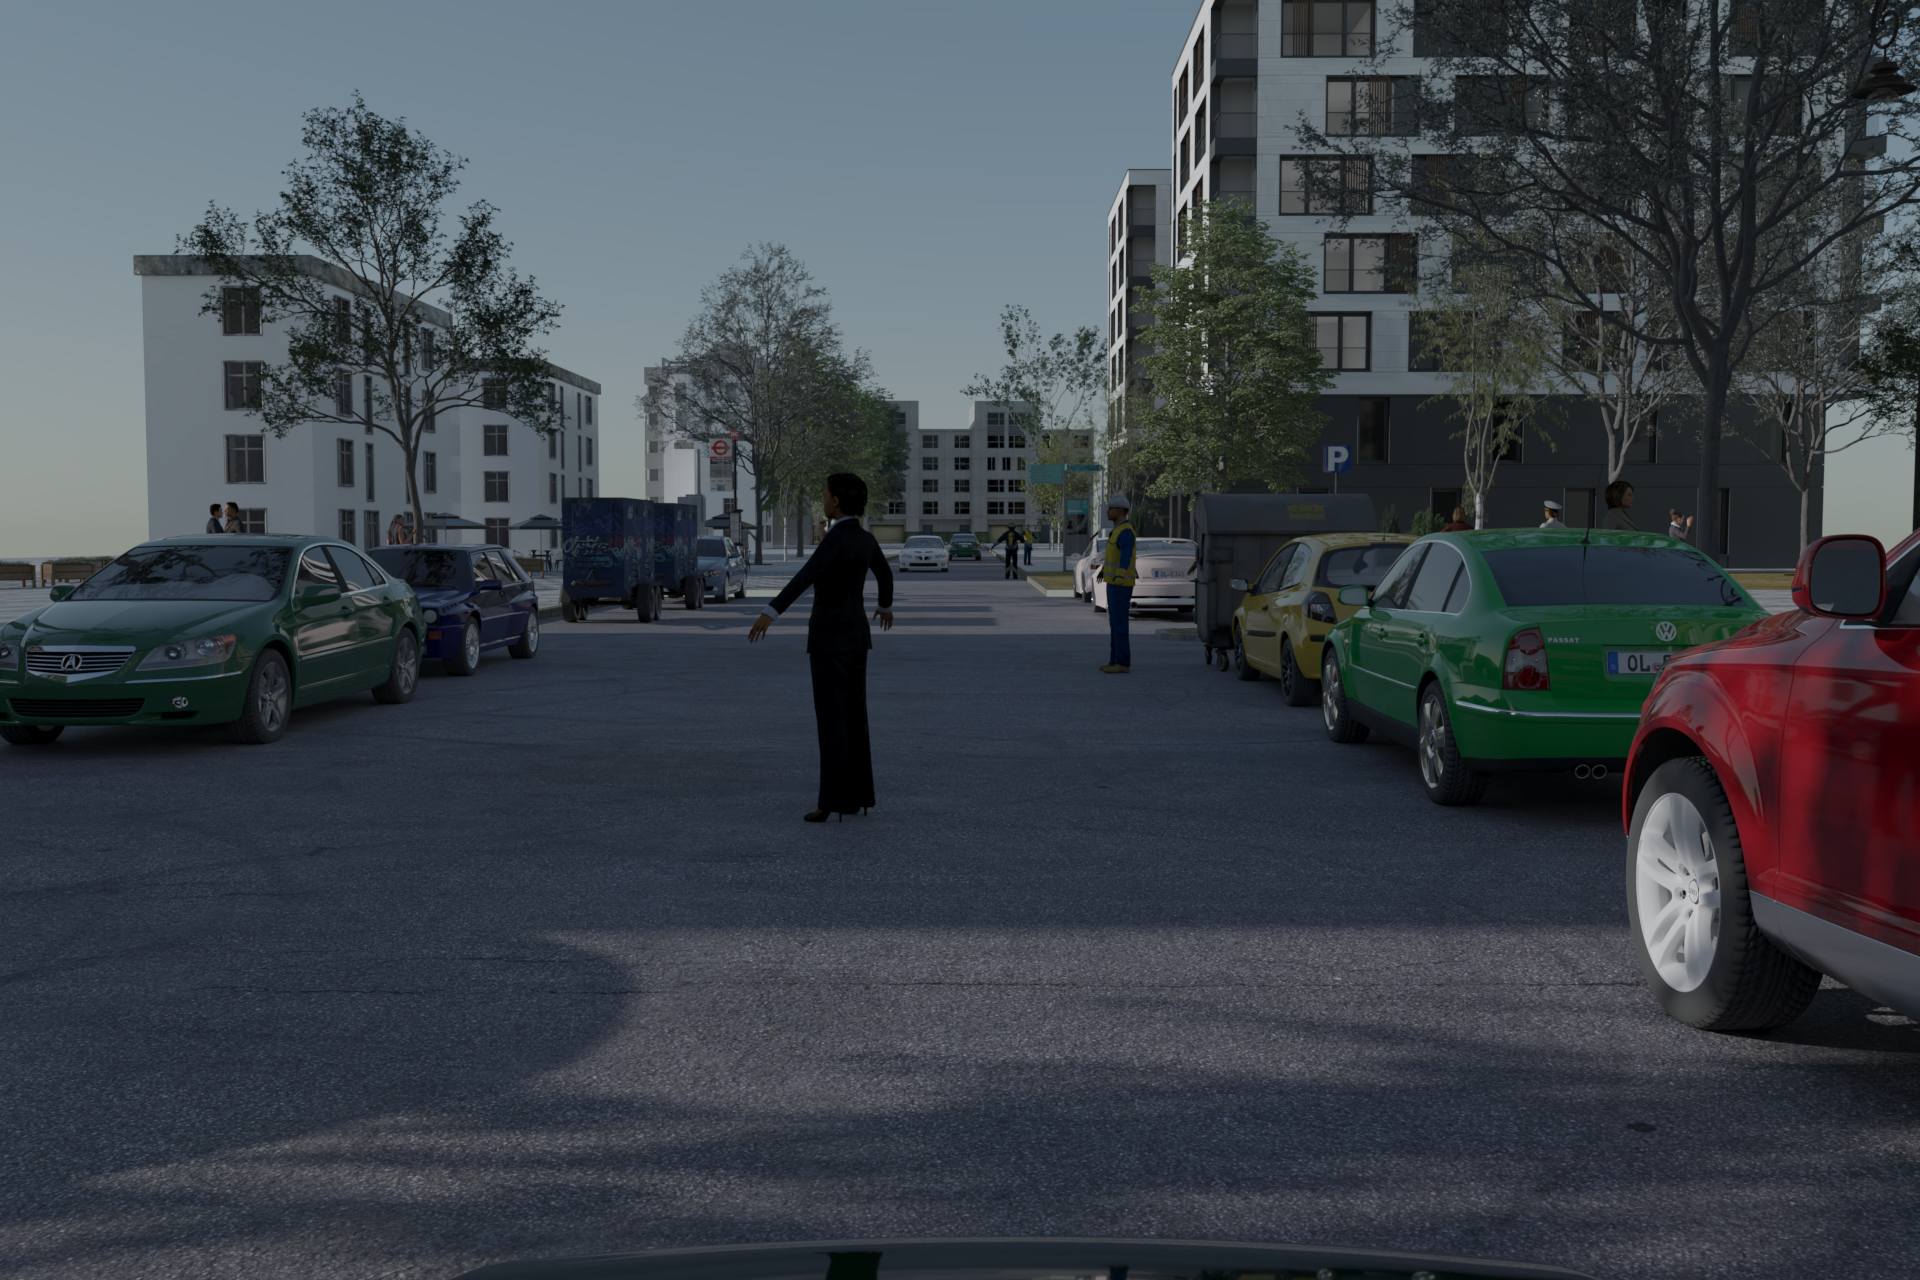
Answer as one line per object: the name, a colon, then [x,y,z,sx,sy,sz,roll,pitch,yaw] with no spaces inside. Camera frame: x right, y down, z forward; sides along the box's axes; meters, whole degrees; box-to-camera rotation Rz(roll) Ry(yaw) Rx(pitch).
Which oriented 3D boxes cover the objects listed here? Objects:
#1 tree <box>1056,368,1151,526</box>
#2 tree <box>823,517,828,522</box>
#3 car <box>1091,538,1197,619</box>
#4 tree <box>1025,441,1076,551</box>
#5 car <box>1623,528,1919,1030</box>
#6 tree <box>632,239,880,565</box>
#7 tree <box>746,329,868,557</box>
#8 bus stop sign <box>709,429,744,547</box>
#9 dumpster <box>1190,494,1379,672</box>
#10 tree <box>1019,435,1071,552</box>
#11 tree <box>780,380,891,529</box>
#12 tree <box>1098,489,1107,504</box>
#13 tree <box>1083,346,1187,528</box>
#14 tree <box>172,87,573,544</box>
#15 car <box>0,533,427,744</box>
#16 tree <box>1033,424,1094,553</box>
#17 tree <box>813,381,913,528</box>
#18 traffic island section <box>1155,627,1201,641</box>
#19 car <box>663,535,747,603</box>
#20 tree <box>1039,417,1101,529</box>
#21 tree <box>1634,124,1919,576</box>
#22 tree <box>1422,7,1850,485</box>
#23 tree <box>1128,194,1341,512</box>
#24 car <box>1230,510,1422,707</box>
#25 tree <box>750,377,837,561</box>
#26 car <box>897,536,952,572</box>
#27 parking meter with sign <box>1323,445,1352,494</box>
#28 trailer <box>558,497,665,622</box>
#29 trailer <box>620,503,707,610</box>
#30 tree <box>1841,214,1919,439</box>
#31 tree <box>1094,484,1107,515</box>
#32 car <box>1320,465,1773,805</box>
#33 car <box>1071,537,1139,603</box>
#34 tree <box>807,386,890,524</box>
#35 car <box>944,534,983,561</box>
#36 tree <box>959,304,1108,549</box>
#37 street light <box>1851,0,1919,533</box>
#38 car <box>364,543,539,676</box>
tree: [6.821,-7.718,76.559,4.360,8.622,3.978,0,3,0]
tree: [-20.050,-19.313,233.899,7.486,12.596,7.792,0,3,0]
car: [3.368,-1.094,30.248,2.083,1.381,4.827,0,4,-1]
tree: [7.007,-11.212,133.685,4.737,8.622,4.395,0,3,0]
car: [3.108,0.321,3.417,2.281,1.827,5.304,0,4,-1]
tree: [-8.214,-9.852,71.448,12.009,13.543,11.850,0,3,0]
tree: [-8.565,-10.861,95.703,7.486,12.596,7.792,0,3,0]
bus stop sign: [-5.954,-3.394,44.190,0.855,3.939,0.416,0,4,2]
dumpster: [3.439,-0.628,18.489,1.865,1.857,1.264,0,4,1]
tree: [6.555,-10.750,126.129,4.737,8.622,4.395,0,3,0]
tree: [-8.172,-11.227,109.321,9.928,11.665,9.643,0,3,0]
tree: [20.565,-17.245,232.318,4.737,8.622,4.395,0,3,0]
tree: [6.644,-7.200,68.079,4.360,8.622,3.978,0,3,0]
tree: [-11.714,-6.254,36.667,7.601,10.594,8.767,1,4,21]
car: [-5.592,-0.093,13.315,2.131,1.459,4.920,0,4,0]
tree: [6.912,-10.152,116.346,4.737,8.622,4.395,0,3,0]
tree: [-8.467,-14.628,145.828,9.857,13.997,8.962,0,3,0]
traffic island section: [3.736,-0.073,24.055,1.991,0.108,1.994,0,4,1]
car: [-5.668,-1.553,37.393,2.014,1.417,4.499,0,4,1]
tree: [7.029,-9.671,108.490,4.360,8.622,3.978,0,3,0]
tree: [25.781,-8.704,52.688,12.009,13.543,11.850,0,3,0]
tree: [15.587,-7.977,40.786,12.009,13.543,11.850,0,3,0]
tree: [9.200,-8.587,58.528,7.486,12.596,7.792,0,3,0]
car: [3.558,-0.341,15.796,2.015,1.641,3.980,0,4,0]
tree: [-8.380,-7.980,80.843,4.360,8.622,3.978,0,3,0]
car: [-1.364,-3.312,66.512,2.083,1.381,4.827,0,3,0]
parking meter with sign: [7.355,-2.250,33.056,0.543,3.016,1.738,0,4,0]
trailer: [-5.696,-1.259,27.636,1.471,1.999,3.904,0,3,0]
trailer: [-5.694,-1.551,32.408,1.471,1.999,3.904,0,4,0]
tree: [24.665,-6.509,40.835,7.601,10.594,8.767,0,4,3]
tree: [20.393,-17.501,236.510,4.360,8.622,3.978,0,3,0]
car: [3.399,-0.105,10.505,1.959,1.807,4.718,0,4,1]
car: [3.488,-1.540,37.538,2.083,1.381,4.827,0,3,0]
tree: [-8.855,-13.069,131.811,7.486,12.596,7.792,0,3,0]
car: [0.206,-5.030,94.034,2.131,1.459,4.920,0,4,-1]
tree: [6.252,-17.637,144.258,12.611,20.169,13.585,0,3,0]
street light: [7.386,-2.475,13.246,0.468,5.910,1.993,0,4,0]
car: [-5.775,-0.374,18.690,1.945,1.354,3.894,0,3,0]
